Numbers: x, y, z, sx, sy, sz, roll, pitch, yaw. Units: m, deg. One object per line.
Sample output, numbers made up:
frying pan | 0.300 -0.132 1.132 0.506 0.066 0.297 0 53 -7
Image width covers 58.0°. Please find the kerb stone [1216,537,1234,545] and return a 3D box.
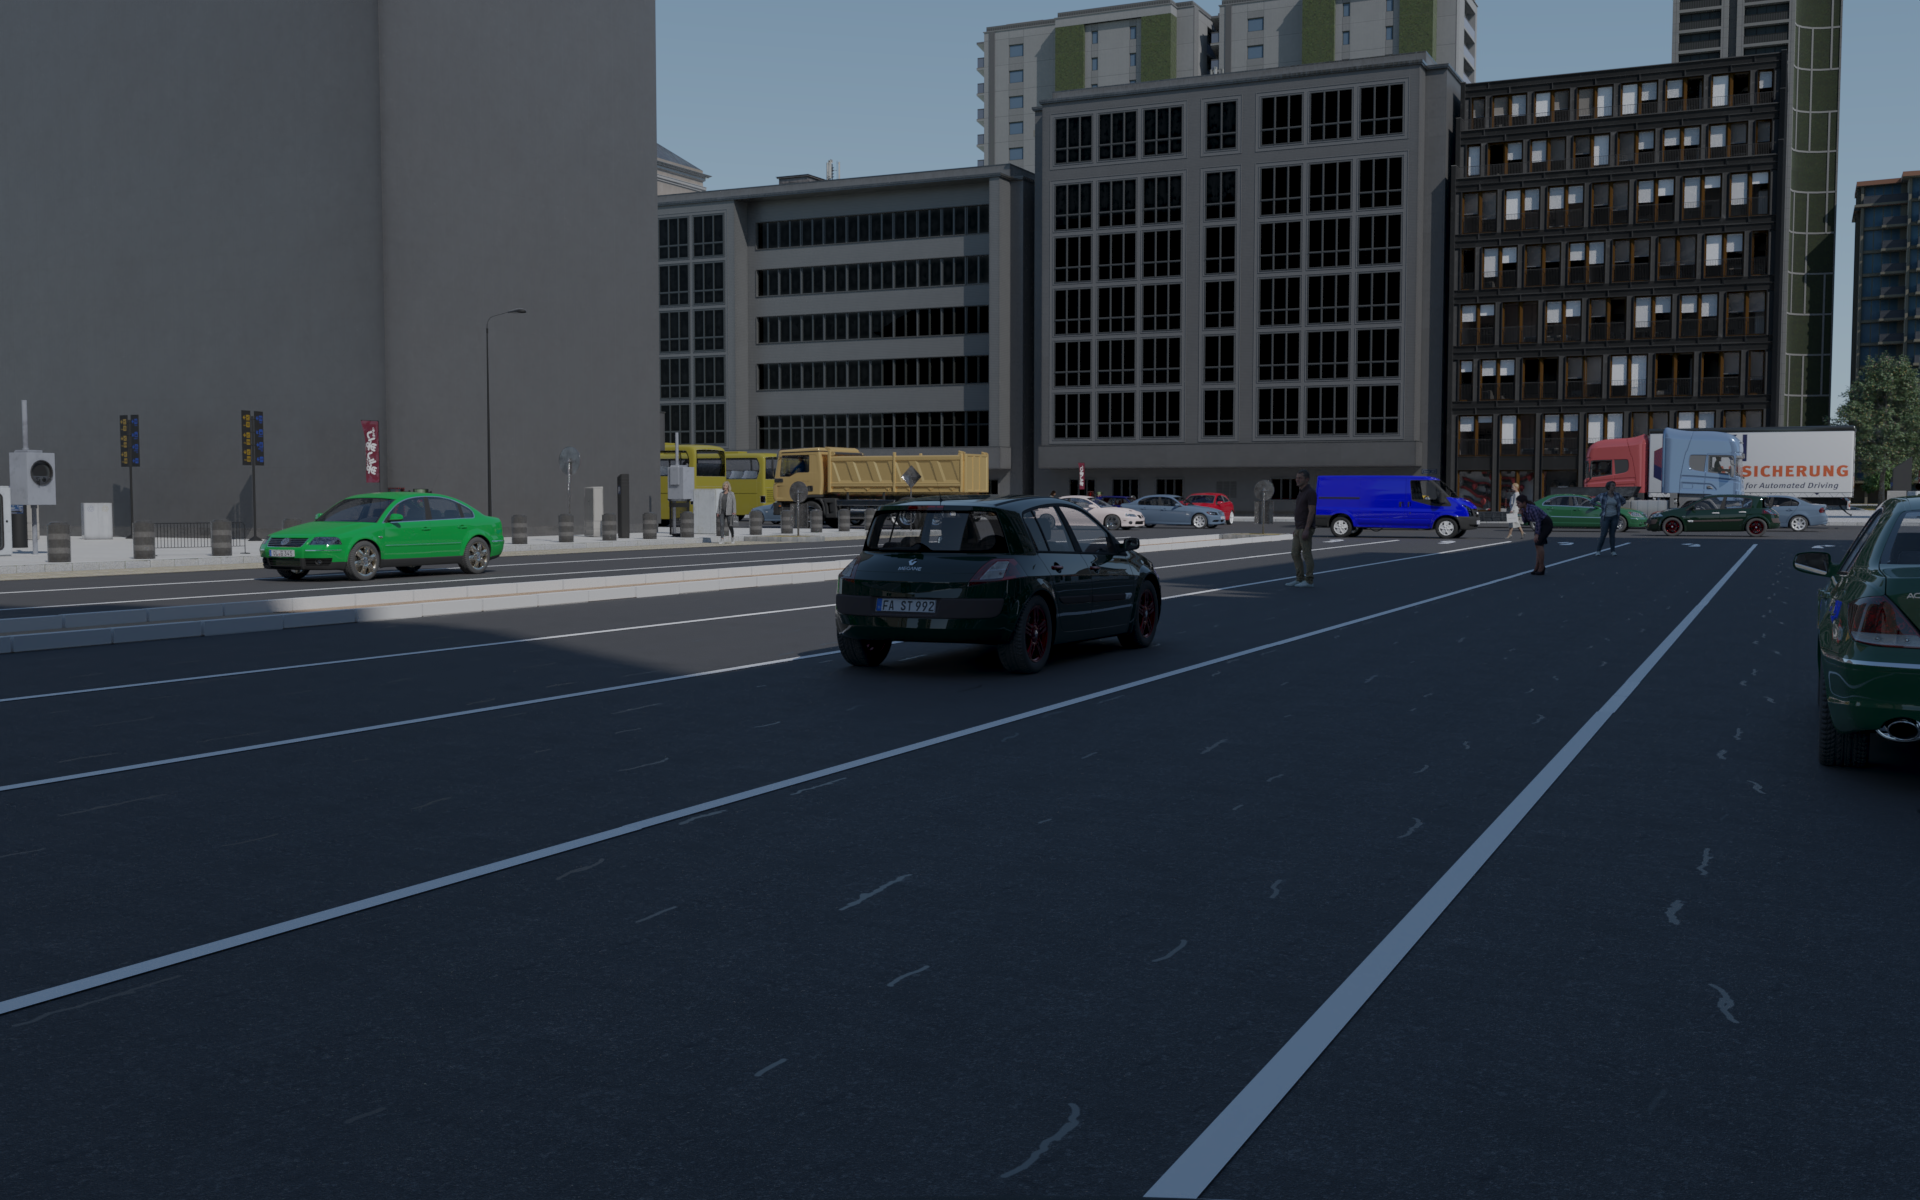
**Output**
kerb stone | 7.399 -1.613 48.563 0.120 0.150 1.000 2 4 26

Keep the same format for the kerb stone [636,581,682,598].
kerb stone | -4.304 -0.137 24.435 0.120 0.150 1.000 2 4 26

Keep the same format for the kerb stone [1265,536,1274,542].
kerb stone | 9.206 -1.840 52.281 0.120 0.150 1.000 2 4 26

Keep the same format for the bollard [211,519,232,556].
bollard | -15.332 -1.299 35.956 0.404 0.777 0.398 0 3 0

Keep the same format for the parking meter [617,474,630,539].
parking meter | -9.742 -2.716 50.122 0.255 1.863 0.399 -2 4 -29

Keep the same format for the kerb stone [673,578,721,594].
kerb stone | -3.862 -0.194 25.363 0.120 0.150 1.000 2 4 26

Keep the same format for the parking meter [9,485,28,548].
parking meter | -22.441 -2.010 41.272 0.372 1.533 0.369 0 3 0

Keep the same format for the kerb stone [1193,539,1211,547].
kerb stone | 6.500 -1.500 46.712 0.120 0.150 1.000 2 4 26

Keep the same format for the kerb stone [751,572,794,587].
kerb stone | -2.962 -0.307 27.220 0.120 0.150 1.000 2 4 26

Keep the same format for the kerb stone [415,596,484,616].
kerb stone | -6.113 0.090 20.725 0.120 0.150 1.000 2 4 26

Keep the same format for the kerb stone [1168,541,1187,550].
kerb stone | 5.602 -1.386 44.850 0.120 0.150 1.000 2 4 26

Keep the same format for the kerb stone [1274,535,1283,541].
kerb stone | 9.657 -1.894 53.204 0.120 0.150 1.000 2 4 26

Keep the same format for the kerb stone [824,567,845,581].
kerb stone | -2.068 -0.420 29.071 0.120 0.150 1.000 2 4 26

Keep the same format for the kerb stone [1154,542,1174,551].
kerb stone | 5.141 -1.329 43.921 0.120 0.150 1.000 2 4 26

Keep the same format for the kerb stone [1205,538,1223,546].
kerb stone | 6.946 -1.556 47.640 0.120 0.150 1.000 2 4 26

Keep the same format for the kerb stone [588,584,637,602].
kerb stone | -4.768 -0.077 23.508 0.120 0.150 1.000 2 4 26

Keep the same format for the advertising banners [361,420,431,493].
advertising banners | -13.558 -2.784 41.712 0.090 3.025 2.074 2 4 32

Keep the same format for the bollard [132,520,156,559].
bollard | -16.151 -1.196 34.277 0.404 0.777 0.398 0 3 0

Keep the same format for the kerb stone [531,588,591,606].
kerb stone | -5.212 -0.024 22.581 0.120 0.150 1.000 2 4 26

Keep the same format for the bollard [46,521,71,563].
bollard | -16.961 -1.094 32.597 0.404 0.777 0.398 0 3 0

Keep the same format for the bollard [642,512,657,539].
bollard | -8.838 -2.117 49.330 0.404 0.777 0.398 0 3 0

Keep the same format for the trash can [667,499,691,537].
trash can | -8.404 -2.461 51.897 0.748 1.137 0.748 0 3 0

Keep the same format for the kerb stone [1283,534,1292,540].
kerb stone | 10.104 -1.954 54.137 0.120 0.150 1.000 2 4 26

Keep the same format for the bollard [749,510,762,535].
bollard | -6.410 -2.423 54.335 0.404 0.777 0.398 0 3 0

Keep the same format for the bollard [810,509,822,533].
bollard | -4.785 -2.628 57.685 0.404 0.777 0.398 0 3 0

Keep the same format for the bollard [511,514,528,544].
bollard | -11.275 -1.811 44.319 0.404 0.777 0.398 0 3 0

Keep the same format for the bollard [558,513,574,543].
bollard | -10.460 -1.912 45.984 0.404 0.777 0.398 0 3 0

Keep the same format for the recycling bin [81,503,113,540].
recycling bin | -24.434 -2.231 49.026 0.722 1.027 0.722 -2 4 -33

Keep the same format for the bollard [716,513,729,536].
bollard | -7.219 -2.321 52.667 0.404 0.777 0.398 0 3 0

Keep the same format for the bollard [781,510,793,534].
bollard | -5.598 -2.525 56.005 0.404 0.777 0.398 0 3 0

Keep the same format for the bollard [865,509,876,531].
bollard | -3.162 -2.832 61.025 0.404 0.777 0.398 0 3 0

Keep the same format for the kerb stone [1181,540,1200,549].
kerb stone | 6.051 -1.442 45.777 0.120 0.150 1.000 2 4 26

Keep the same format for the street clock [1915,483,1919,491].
street clock | 63.041 -6.685 113.865 0.471 2.002 0.358 3 5 40

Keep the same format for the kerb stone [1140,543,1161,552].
kerb stone | 4.691 -1.272 42.987 0.120 0.150 1.000 2 4 26

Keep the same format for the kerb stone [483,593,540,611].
kerb stone | -5.661 0.037 21.653 0.120 0.150 1.000 2 4 26

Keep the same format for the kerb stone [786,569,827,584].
kerb stone | -2.509 -0.361 28.142 0.120 0.150 1.000 2 4 26

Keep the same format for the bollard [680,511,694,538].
bollard | -8.030 -2.219 50.998 0.404 0.777 0.398 0 3 0

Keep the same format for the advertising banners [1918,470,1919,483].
advertising banners | 69.336 -7.961 126.353 2.074 3.025 0.090 3 5 44

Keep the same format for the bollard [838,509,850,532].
bollard | -3.971 -2.730 59.357 0.404 0.777 0.398 0 3 0

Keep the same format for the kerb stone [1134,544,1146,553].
kerb stone | 4.239 -1.208 42.064 0.120 0.150 1.000 2 4 26

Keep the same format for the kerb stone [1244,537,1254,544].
kerb stone | 8.294 -1.727 50.425 0.120 0.150 1.000 2 4 26

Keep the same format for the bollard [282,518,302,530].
bollard | -14.514 -1.402 37.632 0.404 0.777 0.398 0 3 0

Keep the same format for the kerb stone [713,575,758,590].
kerb stone | -3.419 -0.251 26.291 0.120 0.150 1.000 2 4 26

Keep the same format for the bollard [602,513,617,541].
bollard | -9.651 -2.015 47.661 0.404 0.777 0.398 0 3 0

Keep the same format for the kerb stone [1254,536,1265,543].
kerb stone | 8.756 -1.783 51.357 0.120 0.150 1.000 2 4 26

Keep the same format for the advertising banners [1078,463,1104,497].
advertising banners | 7.305 -6.158 96.871 2.074 3.025 0.090 -3 5 -43

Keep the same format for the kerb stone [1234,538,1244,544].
kerb stone | 7.847 -1.665 49.496 0.120 0.150 1.000 2 4 26
